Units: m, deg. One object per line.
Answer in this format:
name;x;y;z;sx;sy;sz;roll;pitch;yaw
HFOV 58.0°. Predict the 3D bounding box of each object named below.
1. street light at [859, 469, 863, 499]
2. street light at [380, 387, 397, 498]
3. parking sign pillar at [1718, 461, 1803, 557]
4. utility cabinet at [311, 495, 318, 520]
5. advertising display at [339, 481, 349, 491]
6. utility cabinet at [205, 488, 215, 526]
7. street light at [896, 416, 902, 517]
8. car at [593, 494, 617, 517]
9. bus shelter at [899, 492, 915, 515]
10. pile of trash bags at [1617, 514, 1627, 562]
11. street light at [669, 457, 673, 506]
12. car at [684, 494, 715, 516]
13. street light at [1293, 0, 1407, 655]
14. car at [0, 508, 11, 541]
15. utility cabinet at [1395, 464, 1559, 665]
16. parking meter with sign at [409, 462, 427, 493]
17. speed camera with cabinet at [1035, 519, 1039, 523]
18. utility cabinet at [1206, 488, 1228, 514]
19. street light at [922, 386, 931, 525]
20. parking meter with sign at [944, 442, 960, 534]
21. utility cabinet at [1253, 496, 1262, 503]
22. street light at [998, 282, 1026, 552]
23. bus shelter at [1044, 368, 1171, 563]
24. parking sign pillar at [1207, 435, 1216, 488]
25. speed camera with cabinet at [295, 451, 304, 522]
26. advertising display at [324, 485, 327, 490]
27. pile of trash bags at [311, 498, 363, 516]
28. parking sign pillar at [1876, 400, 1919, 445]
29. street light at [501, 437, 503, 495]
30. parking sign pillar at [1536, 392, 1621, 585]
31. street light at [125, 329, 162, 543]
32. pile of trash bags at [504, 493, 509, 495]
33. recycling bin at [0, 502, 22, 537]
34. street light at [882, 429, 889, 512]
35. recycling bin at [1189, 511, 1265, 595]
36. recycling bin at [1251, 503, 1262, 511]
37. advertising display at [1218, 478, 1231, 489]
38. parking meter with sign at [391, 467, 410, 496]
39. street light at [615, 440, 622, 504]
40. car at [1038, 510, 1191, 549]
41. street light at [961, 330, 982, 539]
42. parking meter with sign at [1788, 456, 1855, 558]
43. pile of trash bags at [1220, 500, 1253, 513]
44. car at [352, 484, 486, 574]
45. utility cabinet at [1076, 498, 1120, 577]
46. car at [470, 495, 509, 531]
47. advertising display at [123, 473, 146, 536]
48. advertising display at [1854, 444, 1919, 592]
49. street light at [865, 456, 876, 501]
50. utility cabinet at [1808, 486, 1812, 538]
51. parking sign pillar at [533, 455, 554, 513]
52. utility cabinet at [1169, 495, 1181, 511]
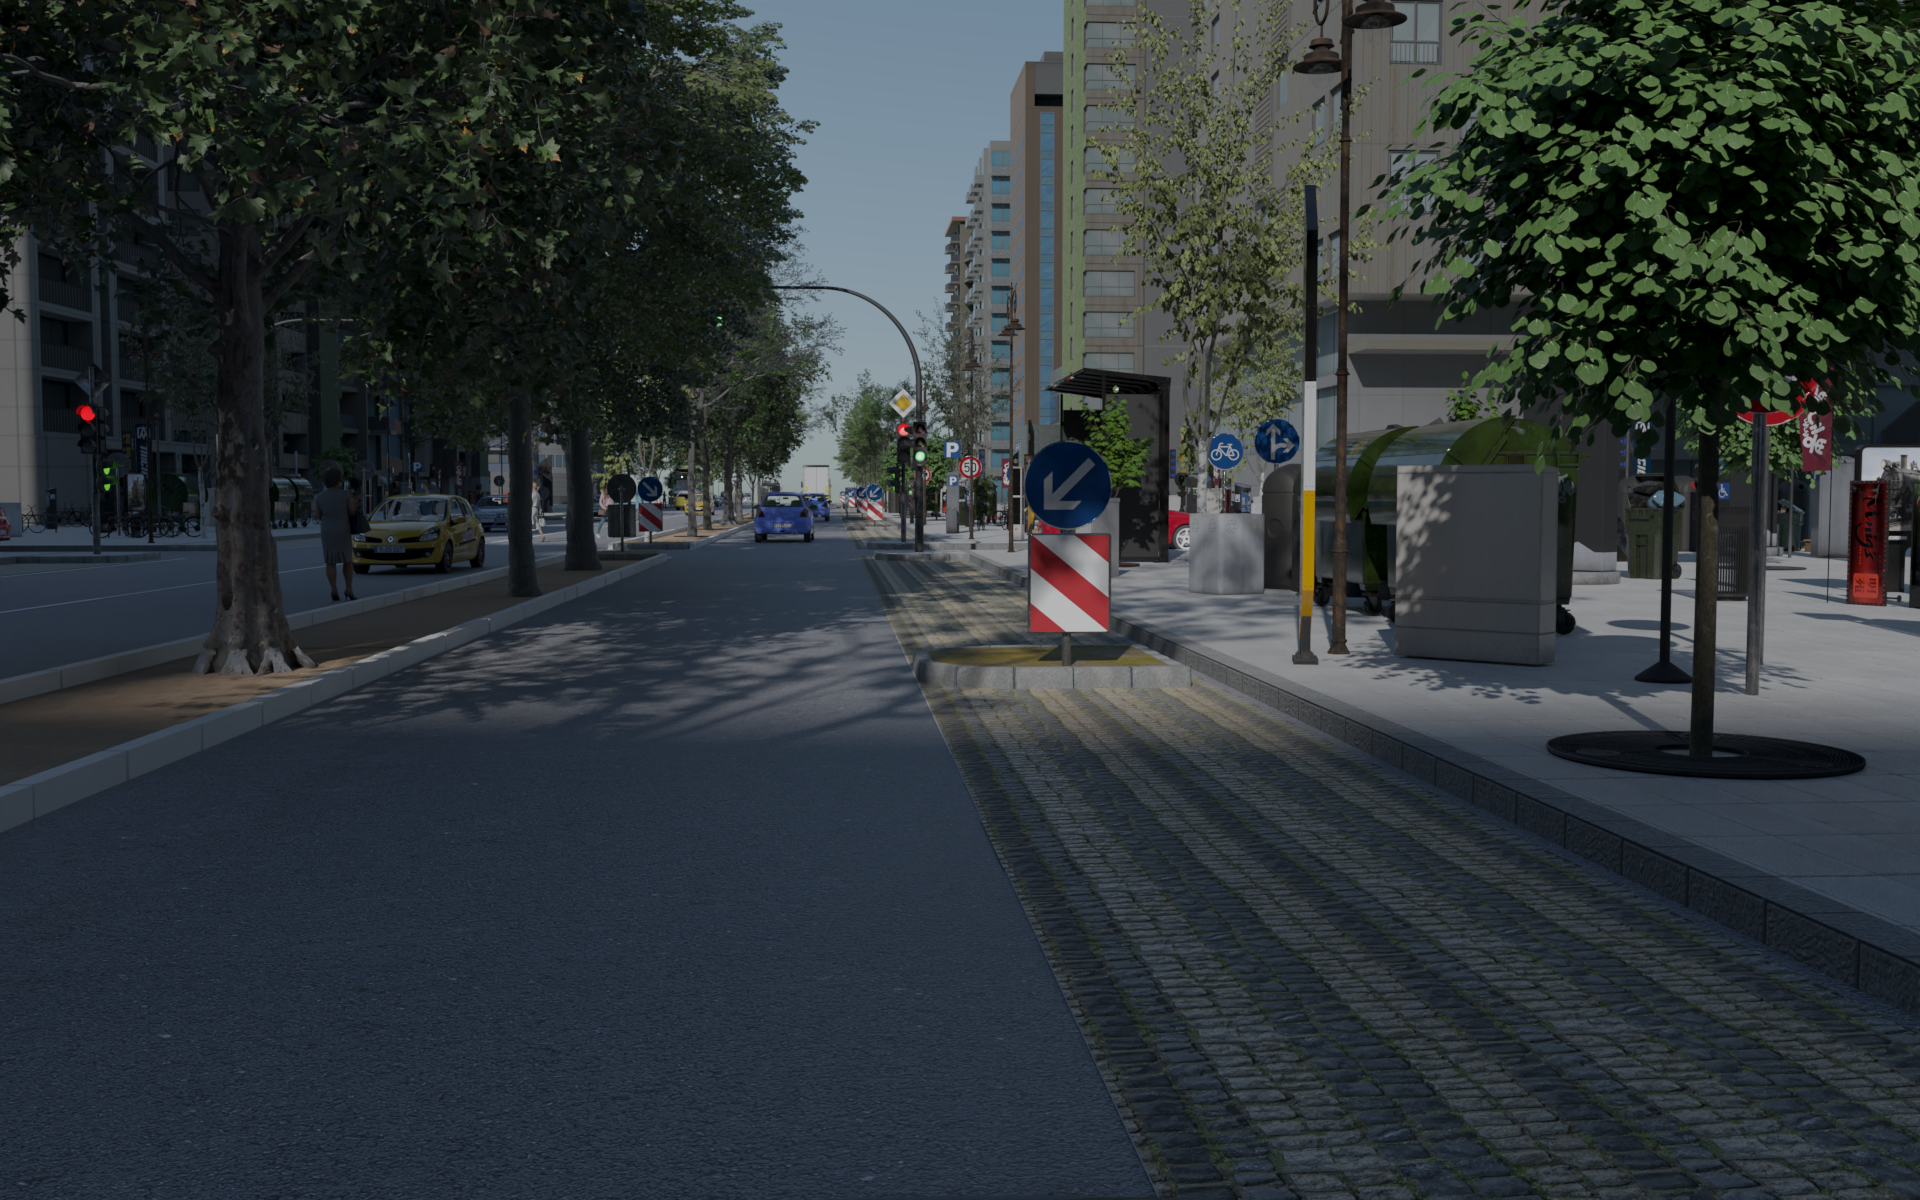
street light;-11.657;-14.359;207.556;0.468;5.910;1.993;0;4;-4
street light;-22.713;-5.873;68.816;0.468;5.910;1.993;0;4;-4
parking sign pillar;16.410;-2.912;36.088;1.447;3.967;1.447;-1;4;-21
utility cabinet;-31.728;-4.590;86.208;0.306;1.237;1.020;3;5;43
advertising display;-29.593;-4.784;83.436;0.123;1.923;0.974;0;4;-7
utility cabinet;-29.207;-3.652;68.390;0.318;1.500;1.173;2;4;30
street light;-3.311;-7.602;97.074;0.468;5.910;1.993;0;4;-4
car;-19.596;-5.027;93.988;2.131;1.459;4.920;0;4;-6
bus shelter;-3.104;-6.985;105.492;1.731;3.624;6.357;0;4;-4
pile of trash bags;12.394;-1.505;34.366;1.912;1.369;3.447;2;4;25
street light;-32.262;-13.474;193.094;0.468;5.910;1.993;0;4;-4
car;-17.460;-6.483;116.224;2.015;1.641;3.980;0;4;-3
street light;3.043;-2.505;13.741;0.468;5.910;1.993;0;4;-4
car;-25.394;-1.999;41.723;4.494;1.783;2.155;0;4;-4
utility cabinet;3.949;-0.281;13.270;1.173;1.500;0.318;3;5;42
parking meter with sign;-28.949;-5.921;93.073;0.543;3.016;1.738;-2;4;-31
speed camera with cabinet;3.984;-4.994;75.982;0.660;3.252;2.038;-3;5;-40
utility cabinet;9.946;-3.590;67.377;1.173;1.500;0.318;2;4;34
street light;-1.472;-6.119;72.839;0.468;5.910;1.993;0;4;-4
parking meter with sign;-0.255;-3.705;56.840;0.543;3.016;1.738;0;3;0
utility cabinet;9.126;-2.549;52.833;0.306;1.237;1.020;1;4;16
street light;1.125;-3.984;37.933;0.468;5.910;1.993;0;4;-4
bus shelter;2.932;-2.696;35.365;1.731;3.624;6.357;0;4;-4
parking sign pillar;11.303;-5.516;78.651;1.447;3.967;1.447;1;4;16
speed camera with cabinet;-30.865;-5.264;80.399;0.660;3.252;2.038;-1;4;-11
advertising display;-35.230;-5.633;97.320;0.974;1.923;0.123;0;4;-5
pile of trash bags;-33.910;-5.165;94.200;1.912;1.369;3.447;2;4;29
parking sign pillar;26.941;-3.755;49.869;1.447;3.967;1.447;-1;4;-19
street light;-24.702;-7.373;93.343;0.468;5.910;1.993;0;4;-4
parking sign pillar;8.810;-2.234;25.004;1.447;3.967;1.447;-3;5;-41
street light;-21.112;-4.419;45.031;0.468;5.910;1.993;0;4;-4
pile of trash bags;-30.947;-6.362;113.775;3.447;1.369;1.912;-3;5;-45
recycling bin;-28.590;-2.398;51.761;0.722;1.027;0.722;1;4;19
street light;-5.376;-9.280;124.515;0.468;5.910;1.993;0;4;-4
recycling bin;3.446;-0.602;22.394;0.722;1.027;0.722;-2;4;-27
recycling bin;8.189;-2.124;47.279;0.722;1.027;0.722;-1;4;-10
advertising display;10.705;-3.964;70.031;0.123;1.923;0.974;2;4;34
parking meter with sign;-35.229;-6.970;110.224;1.738;3.016;0.543;-1;4;-14
street light;-28.533;-10.532;144.991;0.468;5.910;1.993;0;4;-4
car;4.188;-2.082;43.088;4.494;1.783;2.155;0;4;-5
street light;0.326;-4.654;48.886;0.468;5.910;1.993;0;4;-4
parking meter with sign;17.511;-2.350;34.677;1.738;3.016;0.543;0;4;5
pile of trash bags;11.089;-3.377;64.961;1.912;1.369;3.447;3;5;39
car;-10.131;-1.360;32.456;2.015;1.641;3.980;0;4;-2
utility cabinet;2.100;-0.940;26.533;0.306;1.237;1.020;2;4;29
car;-17.640;-3.322;66.323;2.014;1.417;4.499;0;4;-3
advertising display;-25.245;-2.923;53.003;0.123;1.923;0.974;0;4;5
advertising display;12.147;-1.063;22.597;0.974;1.923;0.123;0;4;-4
street light;-8.935;-12.217;172.538;0.468;5.910;1.993;0;4;-4
utility cabinet;24.497;-2.525;49.964;1.173;1.500;0.318;0;4;-5
parking sign pillar;-28.548;-7.953;118.507;1.447;3.967;1.447;0;4;-3
utility cabinet;10.010;-4.373;82.659;1.020;1.237;0.306;0;4;-3
